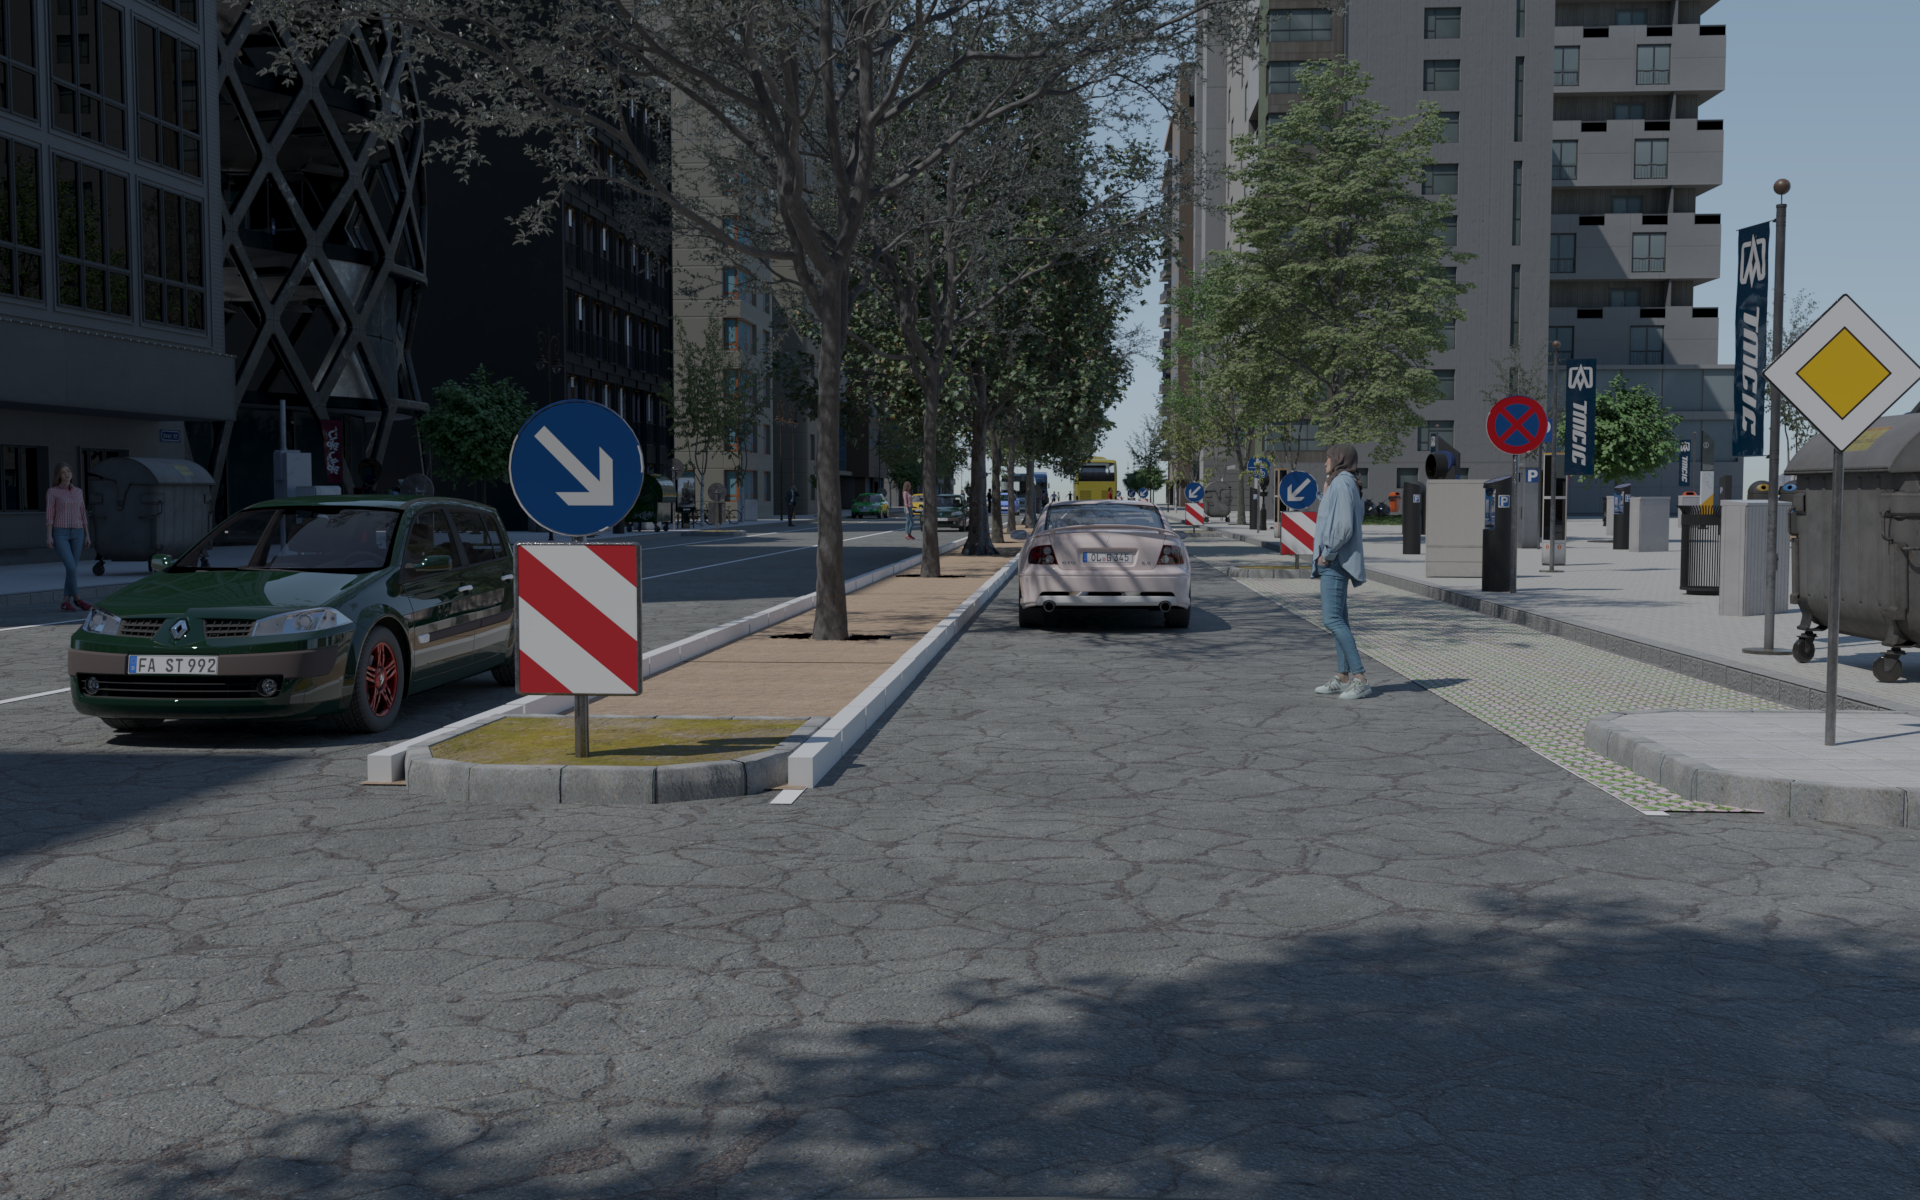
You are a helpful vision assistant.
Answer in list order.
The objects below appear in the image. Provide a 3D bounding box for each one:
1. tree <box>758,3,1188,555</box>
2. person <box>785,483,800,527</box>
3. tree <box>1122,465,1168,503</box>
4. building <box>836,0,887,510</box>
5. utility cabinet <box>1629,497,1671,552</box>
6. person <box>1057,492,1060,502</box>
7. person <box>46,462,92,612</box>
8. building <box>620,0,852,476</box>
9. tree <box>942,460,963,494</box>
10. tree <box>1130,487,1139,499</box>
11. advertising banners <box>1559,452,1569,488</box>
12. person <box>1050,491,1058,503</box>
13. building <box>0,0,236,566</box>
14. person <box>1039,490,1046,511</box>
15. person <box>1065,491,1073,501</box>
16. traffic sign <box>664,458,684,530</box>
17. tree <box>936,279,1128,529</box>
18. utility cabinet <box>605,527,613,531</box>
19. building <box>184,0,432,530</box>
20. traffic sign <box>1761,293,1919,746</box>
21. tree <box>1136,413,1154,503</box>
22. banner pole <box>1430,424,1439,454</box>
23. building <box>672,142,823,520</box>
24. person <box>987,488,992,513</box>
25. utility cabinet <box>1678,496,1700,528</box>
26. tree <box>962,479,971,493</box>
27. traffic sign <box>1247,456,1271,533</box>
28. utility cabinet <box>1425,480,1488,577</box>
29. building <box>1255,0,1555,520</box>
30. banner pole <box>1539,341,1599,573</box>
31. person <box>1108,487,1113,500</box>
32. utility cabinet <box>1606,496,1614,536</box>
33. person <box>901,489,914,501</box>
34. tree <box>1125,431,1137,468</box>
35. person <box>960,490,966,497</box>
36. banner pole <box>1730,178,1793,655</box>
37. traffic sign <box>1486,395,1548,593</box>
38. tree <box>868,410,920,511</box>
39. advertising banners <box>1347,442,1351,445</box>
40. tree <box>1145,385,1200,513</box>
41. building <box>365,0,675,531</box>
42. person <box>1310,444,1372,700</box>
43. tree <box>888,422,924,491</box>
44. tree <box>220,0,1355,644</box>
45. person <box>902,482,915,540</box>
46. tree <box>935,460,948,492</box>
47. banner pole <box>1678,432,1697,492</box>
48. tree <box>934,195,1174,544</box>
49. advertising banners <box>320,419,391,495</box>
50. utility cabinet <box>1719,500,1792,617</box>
[{"bbox_3d":[0.439,-7.389,40.269,9.611,12.733,9.660,0,3,0],"label":"tree"},{"bbox_3d":[-7.418,-4.216,76.793,0.474,1.900,0.648,2,4,32],"label":"person"},{"bbox_3d":[20.523,-13.098,197.871,4.285,4.588,4.351,0,3,0],"label":"tree"},{"bbox_3d":[-13.866,-30.512,148.988,14.600,45.320,14.200,0,4,4],"label":"building"},{"bbox_3d":[15.307,-1.670,38.467,1.020,1.237,0.306,-2,4,-31],"label":"utility cabinet"},{"bbox_3d":[13.435,-13.765,234.345,0.721,1.735,1.217,0,4,-5],"label":"person"},{"bbox_3d":[-10.897,-0.772,21.129,0.388,1.821,0.555,1,4,22],"label":"person"},{"bbox_3d":[-23.173,-32.987,128.570,28.713,52.752,27.495,0,4,4],"label":"building"},{"bbox_3d":[-1.223,-15.120,197.581,4.737,8.622,4.395,0,3,0],"label":"tree"},{"bbox_3d":[20.696,-12.688,202.043,1.663,3.219,1.824,0,3,0],"label":"tree"},{"bbox_3d":[24.180,-4.609,71.552,2.074,3.025,0.090,2,4,31],"label":"advertising banners"},{"bbox_3d":[9.324,-9.954,172.183,0.756,1.711,0.436,1,4,19],"label":"person"},{"bbox_3d":[-22.812,-14.139,24.687,14.314,27.812,24.014,0,4,4],"label":"building"},{"bbox_3d":[6.874,-8.269,144.404,0.721,1.736,1.217,2,4,28],"label":"person"},{"bbox_3d":[12.932,-11.895,202.993,1.348,1.822,0.705,-1,4,-10],"label":"person"},{"bbox_3d":[-10.149,-3.750,61.411,0.768,2.556,0.104,1,4,11],"label":"traffic sign"},{"bbox_3d":[2.973,-9.194,70.906,7.486,12.596,7.792,0,3,0],"label":"tree"},{"bbox_3d":[-12.139,-3.000,60.217,0.306,1.237,1.020,2,4,26],"label":"utility cabinet"},{"bbox_3d":[-23.214,-10.885,45.419,16.820,18.784,16.811,0,4,4],"label":"building"},{"bbox_3d":[4.438,-0.314,8.777,0.795,2.450,0.064,0,4,4],"label":"traffic sign"},{"bbox_3d":[12.583,-8.779,93.901,4.737,8.622,4.395,0,3,0],"label":"tree"},{"bbox_3d":[17.145,-4.440,62.616,0.401,3.779,0.863,0,4,-6],"label":"banner pole"},{"bbox_3d":[-23.549,-15.644,100.816,27.650,21.520,28.899,0,4,4],"label":"building"},{"bbox_3d":[2.260,-7.432,129.643,0.705,1.869,1.348,-1,4,-17],"label":"person"},{"bbox_3d":[27.908,-3.354,66.001,1.020,1.237,0.306,-1,4,-11],"label":"utility cabinet"},{"bbox_3d":[1.060,-13.815,220.470,1.663,3.219,1.824,0,3,0],"label":"tree"},{"bbox_3d":[9.790,-3.466,56.782,0.768,2.556,0.104,1,4,9],"label":"traffic sign"},{"bbox_3d":[7.750,-1.092,26.535,1.173,1.500,0.318,1,4,12],"label":"utility cabinet"},{"bbox_3d":[22.738,-19.615,92.402,14.160,30.474,14.107,0,4,4],"label":"building"},{"bbox_3d":[9.934,-2.339,28.255,0.863,3.779,0.401,2,4,25],"label":"banner pole"},{"bbox_3d":[8.757,-5.639,100.634,0.705,1.831,1.348,1,4,13],"label":"person"},{"bbox_3d":[20.310,-2.573,53.234,0.306,1.237,1.020,-1,4,-16],"label":"utility cabinet"},{"bbox_3d":[-3.639,-7.204,126.375,1.348,1.812,0.705,1,4,18],"label":"person"},{"bbox_3d":[16.986,-12.459,154.065,4.737,8.622,4.395,0,3,0],"label":"tree"},{"bbox_3d":[0.165,-6.918,122.274,0.621,1.740,0.551,0,4,-4],"label":"person"},{"bbox_3d":[6.501,-1.472,14.082,0.401,3.779,0.863,0,4,-5],"label":"banner pole"},{"bbox_3d":[7.165,-1.361,22.352,0.768,2.556,0.104,1,4,11],"label":"traffic sign"},{"bbox_3d":[-5.211,-11.107,131.956,4.737,8.622,4.395,0,3,0],"label":"tree"},{"bbox_3d":[13.402,-3.845,59.058,0.090,3.025,2.074,2,4,25],"label":"advertising banners"},{"bbox_3d":[14.477,-10.129,115.964,4.360,8.622,3.978,0,3,0],"label":"tree"},{"bbox_3d":[-19.040,-14.510,66.910,12.332,23.373,15.834,0,4,4],"label":"building"},{"bbox_3d":[2.730,-0.219,12.344,0.793,1.790,0.793,-1,4,-17],"label":"person"},{"bbox_3d":[-3.332,-14.926,162.161,7.486,12.596,7.792,0,3,0],"label":"tree"},{"bbox_3d":[-1.295,-6.358,16.787,12.009,13.543,11.850,0,3,0],"label":"tree"},{"bbox_3d":[-1.610,-2.801,54.308,0.388,1.821,0.555,0,4,3],"label":"person"},{"bbox_3d":[-2.678,-14.147,181.659,4.360,8.622,3.978,0,3,0],"label":"tree"},{"bbox_3d":[29.311,-4.874,69.705,0.401,3.779,0.863,-3,5,-41],"label":"banner pole"},{"bbox_3d":[0.989,-7.457,50.139,9.928,11.665,9.643,0,3,0],"label":"tree"},{"bbox_3d":[-13.905,-2.706,40.437,2.074,3.025,0.090,0,4,6],"label":"advertising banners"},{"bbox_3d":[8.509,-0.450,18.514,1.020,1.237,0.306,-3,5,-40],"label":"utility cabinet"}]
